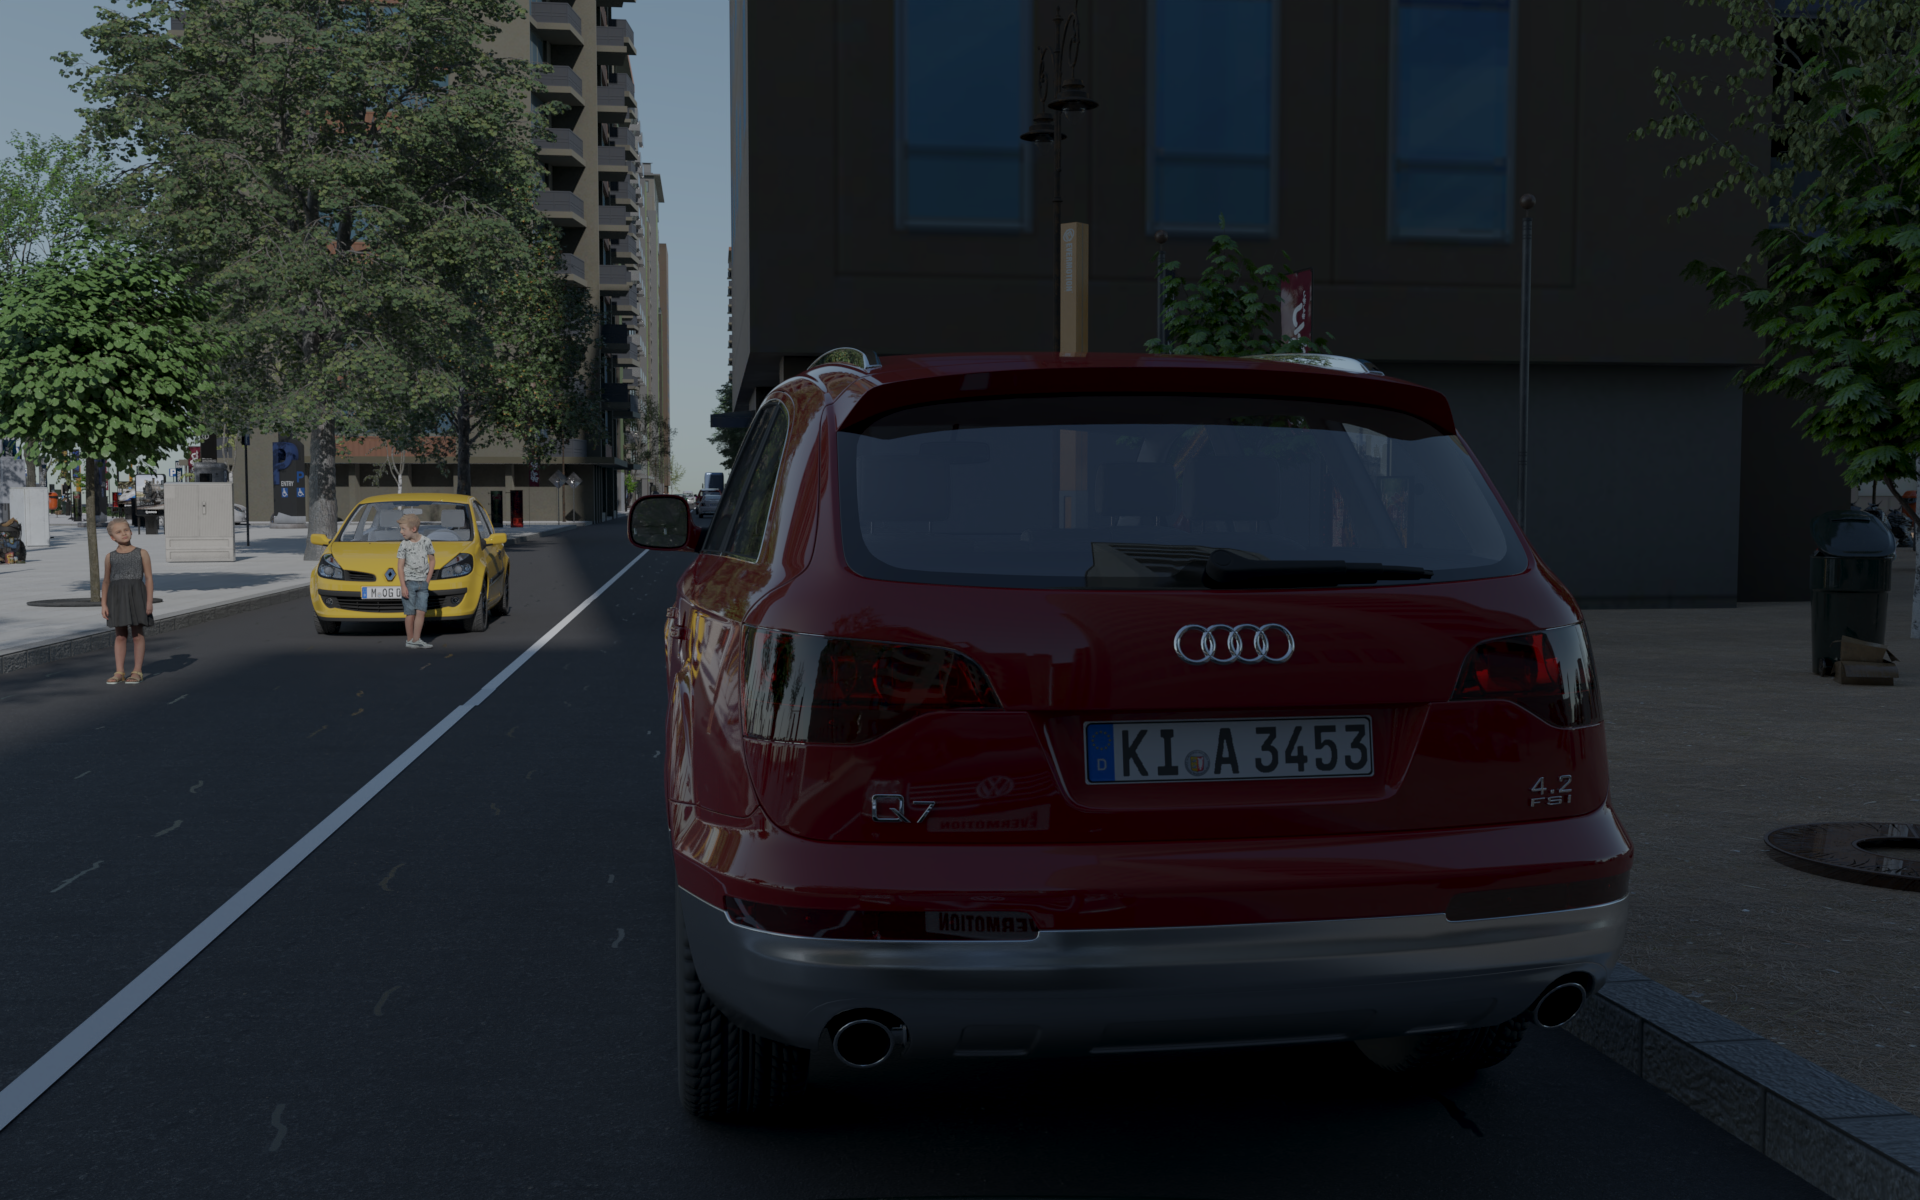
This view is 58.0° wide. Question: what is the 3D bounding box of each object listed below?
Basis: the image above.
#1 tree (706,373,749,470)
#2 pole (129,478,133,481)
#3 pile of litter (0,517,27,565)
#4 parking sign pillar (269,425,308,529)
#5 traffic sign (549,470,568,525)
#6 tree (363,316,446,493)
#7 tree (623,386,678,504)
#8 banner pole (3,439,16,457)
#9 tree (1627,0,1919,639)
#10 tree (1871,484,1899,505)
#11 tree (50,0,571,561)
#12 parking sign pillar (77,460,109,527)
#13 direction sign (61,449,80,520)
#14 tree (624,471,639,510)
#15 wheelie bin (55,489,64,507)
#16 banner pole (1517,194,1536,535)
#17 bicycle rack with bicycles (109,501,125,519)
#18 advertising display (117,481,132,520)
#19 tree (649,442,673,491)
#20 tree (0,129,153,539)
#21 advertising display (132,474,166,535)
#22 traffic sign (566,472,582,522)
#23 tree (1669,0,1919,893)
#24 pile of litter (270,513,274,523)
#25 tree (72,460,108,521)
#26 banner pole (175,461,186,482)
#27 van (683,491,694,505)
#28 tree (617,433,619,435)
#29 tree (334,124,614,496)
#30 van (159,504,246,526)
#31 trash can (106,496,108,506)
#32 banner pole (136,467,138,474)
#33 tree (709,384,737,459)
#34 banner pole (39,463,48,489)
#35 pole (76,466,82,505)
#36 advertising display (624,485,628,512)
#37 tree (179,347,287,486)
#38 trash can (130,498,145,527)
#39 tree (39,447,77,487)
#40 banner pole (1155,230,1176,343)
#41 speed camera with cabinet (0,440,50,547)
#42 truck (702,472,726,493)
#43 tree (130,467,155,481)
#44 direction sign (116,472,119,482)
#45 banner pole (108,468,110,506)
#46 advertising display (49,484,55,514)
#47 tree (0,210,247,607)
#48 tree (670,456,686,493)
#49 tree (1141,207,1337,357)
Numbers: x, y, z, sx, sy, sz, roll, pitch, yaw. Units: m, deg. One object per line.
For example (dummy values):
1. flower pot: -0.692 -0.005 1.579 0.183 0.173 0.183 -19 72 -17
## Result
1. tree: -16.043 -14.372 141.638 9.857 13.997 8.962 0 3 0
2. pole: -51.627 -6.975 107.892 0.158 3.312 0.155 0 3 0
3. pile of litter: -17.831 -1.102 31.980 1.176 0.858 1.719 -1 4 -11
4. parking sign pillar: -25.018 -4.654 64.559 1.447 3.967 1.447 2 4 31
5. traffic sign: -16.489 -4.129 71.158 0.795 2.450 0.064 -1 4 -8
6. tree: -21.894 -7.178 67.730 4.360 8.622 3.978 0 3 0
7. tree: -28.408 -13.181 149.917 8.767 10.594 7.601 0 4 -1
8. banner pole: -30.170 -3.957 54.707 0.401 3.779 0.863 2 4 32
9. tree: 8.318 -3.957 15.064 4.737 8.622 4.395 0 3 0
10. tree: 27.034 -4.118 51.048 4.285 4.588 4.351 0 3 0
11. tree: -12.433 -7.743 33.247 9.857 13.997 8.962 0 3 0
12. parking sign pillar: -33.502 -4.815 67.197 1.447 3.967 1.447 -1 4 -15
13. direction sign: -44.740 -5.819 87.133 0.876 3.537 0.379 -1 4 -14
14. tree: -27.276 -9.079 143.048 1.663 3.219 1.824 0 3 0
15. wheelie bin: -60.436 -6.596 115.760 0.980 1.594 0.693 -2 4 -31
16. banner pole: 4.803 -1.514 14.766 0.401 3.779 0.863 1 4 18
17. bicycle rack with bicycles: -43.839 -4.784 91.597 2.852 0.926 2.925 -1 4 -10
18. advertising display: -41.575 -4.977 86.581 0.974 1.923 0.123 -2 4 -27
19. tree: -40.168 -17.078 229.591 4.360 8.622 3.978 0 3 0
20. tree: -26.601 -7.568 49.498 9.928 11.665 9.643 0 3 0
21. advertising display: -25.564 -3.029 54.741 0.974 1.923 0.123 0 4 4
22. traffic sign: -17.626 -4.613 79.062 0.795 2.450 0.064 -1 4 -8
23. tree: 3.331 -0.683 5.775 1.663 3.219 1.824 0 3 0
24. pile of litter: -30.009 -3.870 77.244 1.176 0.858 1.719 3 5 44
25. tree: -41.252 -5.358 82.198 1.663 3.219 1.824 0 3 0
26. banner pole: -51.284 -7.592 114.151 0.863 3.779 0.401 -3 5 -44
27. van: -35.754 -13.488 227.542 2.013 2.044 4.112 -1 4 -8
28. tree: -23.685 -9.832 111.123 4.737 8.622 4.395 0 3 0
29. tree: -15.035 -8.289 52.533 9.611 12.733 9.660 0 3 0
30. van: -32.369 -4.062 73.427 4.112 2.044 2.013 -1 4 -9
31. trash can: -62.417 -7.006 126.205 0.748 1.137 0.748 0 3 0
32. banner pole: -64.747 -8.959 136.495 0.401 3.779 0.863 0 4 -7
33. tree: -19.401 -14.279 159.217 9.928 11.665 9.643 0 3 0
34. banner pole: -53.226 -6.757 100.490 0.401 3.779 0.863 1 4 11
35. pole: -65.166 -8.199 127.896 0.158 3.312 0.155 0 3 0
36. advertising display: -24.042 -7.307 124.687 0.123 1.923 0.974 0 4 -4
37. tree: -25.394 -6.709 60.051 4.737 8.622 4.395 0 3 0
38. trash can: -32.153 -3.440 67.899 0.748 1.137 0.748 0 3 0
39. tree: -31.035 -6.639 58.907 4.737 8.622 4.395 0 3 0
40. banner pole: 1.985 -1.634 16.739 0.401 3.779 0.863 1 4 19
41. speed camera with cabinet: -23.115 -2.952 42.601 2.038 3.252 0.660 3 5 41
42. truck: -29.464 -13.386 208.614 2.967 4.110 18.799 -1 4 -9
43. tree: -48.201 -6.614 102.743 1.663 3.219 1.824 0 3 0
44. direction sign: -68.570 -9.118 141.077 0.379 3.537 0.876 -1 4 -15
45. banner pole: -65.317 -8.725 132.672 0.863 3.779 0.401 2 4 29
46. advertising display: -57.950 -6.444 110.574 0.123 1.923 0.974 -1 4 -16
47. tree: -10.098 -2.236 20.268 4.285 4.588 4.351 0 3 0
48. tree: -51.656 -22.091 311.544 4.737 8.622 4.395 0 3 0
49. tree: 1.672 -1.052 11.807 1.663 3.219 1.824 0 3 0
